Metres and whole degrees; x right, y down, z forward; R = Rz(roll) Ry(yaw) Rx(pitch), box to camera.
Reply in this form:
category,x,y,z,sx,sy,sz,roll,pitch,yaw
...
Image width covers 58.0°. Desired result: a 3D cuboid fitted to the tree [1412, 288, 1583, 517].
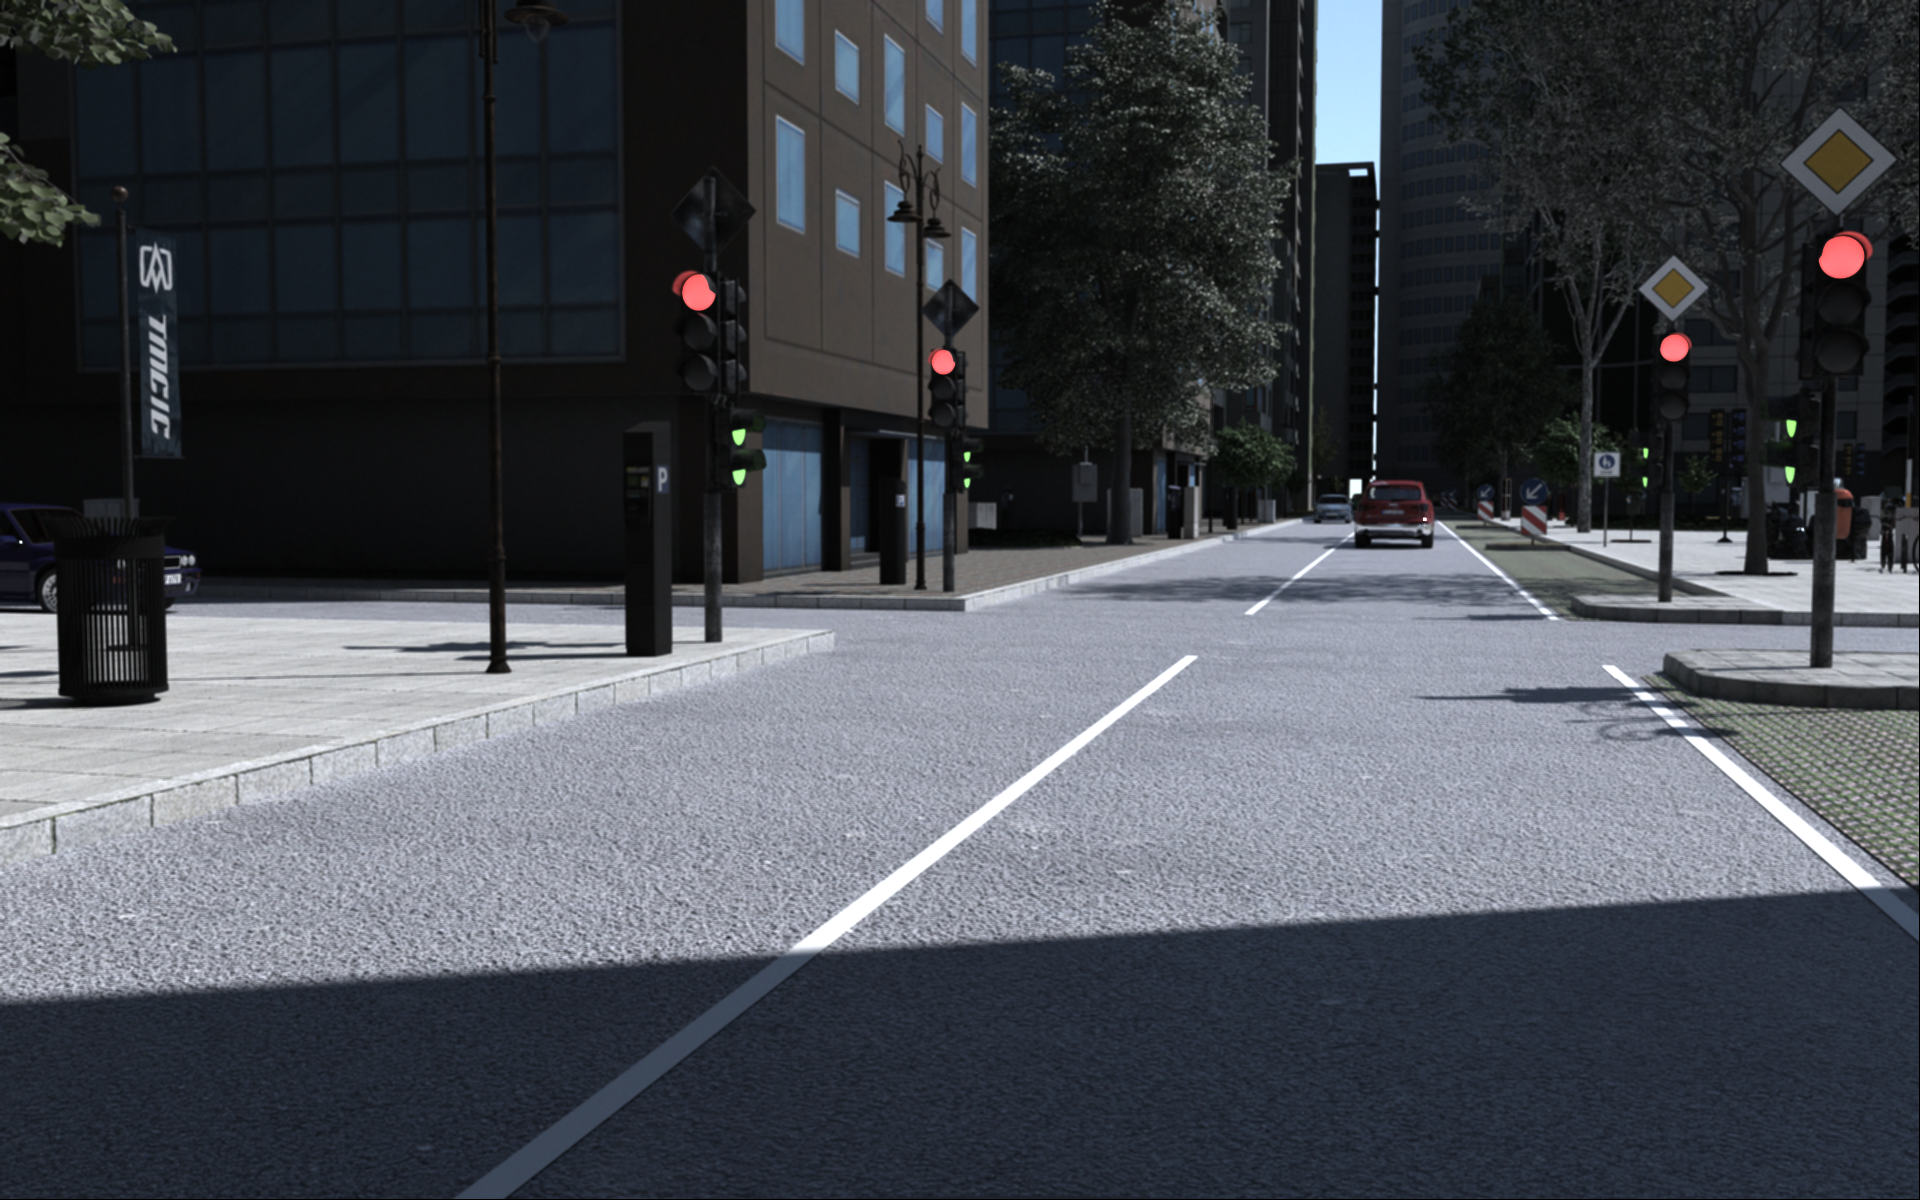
category,x,y,z,sx,sy,sz,roll,pitch,yaw
tree,30.308,-11.005,96.943,9.611,12.733,9.660,0,3,0

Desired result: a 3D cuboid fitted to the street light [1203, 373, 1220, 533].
category,x,y,z,sx,sy,sz,roll,pitch,yaw
street light,8.302,-5.165,57.238,0.468,5.910,1.993,1,4,14

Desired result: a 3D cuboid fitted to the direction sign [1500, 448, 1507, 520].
category,x,y,z,sx,sy,sz,roll,pitch,yaw
direction sign,27.077,-5.752,86.044,0.379,3.537,0.876,2,4,24

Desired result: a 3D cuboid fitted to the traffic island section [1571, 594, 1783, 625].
category,x,y,z,sx,sy,sz,roll,pitch,yaw
traffic island section,8.394,0.104,20.573,2.009,0.180,2.903,1,4,14

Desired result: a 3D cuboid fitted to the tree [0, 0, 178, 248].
category,x,y,z,sx,sy,sz,roll,pitch,yaw
tree,-6.041,-5.369,5.914,7.486,12.596,7.792,0,3,0

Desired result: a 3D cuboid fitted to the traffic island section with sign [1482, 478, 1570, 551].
category,x,y,z,sx,sy,sz,roll,pitch,yaw
traffic island section with sign,14.540,-2.188,44.396,1.989,1.847,2.006,1,4,14

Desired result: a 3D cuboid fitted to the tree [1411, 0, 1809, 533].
category,x,y,z,sx,sy,sz,roll,pitch,yaw
tree,21.988,-12.251,56.187,12.611,20.169,13.585,0,3,0

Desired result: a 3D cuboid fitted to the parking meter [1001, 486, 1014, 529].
category,x,y,z,sx,sy,sz,roll,pitch,yaw
parking meter,1.453,-2.728,53.015,0.372,1.533,0.369,0,3,0

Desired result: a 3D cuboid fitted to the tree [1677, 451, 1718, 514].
category,x,y,z,sx,sy,sz,roll,pitch,yaw
tree,32.484,-5.029,76.820,1.663,3.219,1.824,0,3,0

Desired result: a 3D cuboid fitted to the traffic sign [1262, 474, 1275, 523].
category,x,y,z,sx,sy,sz,roll,pitch,yaw
traffic sign,13.315,-4.610,75.474,0.768,2.556,0.104,1,4,19

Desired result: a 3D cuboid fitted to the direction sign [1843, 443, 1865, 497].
category,x,y,z,sx,sy,sz,roll,pitch,yaw
direction sign,39.962,-5.228,77.471,0.876,3.537,0.379,3,5,41

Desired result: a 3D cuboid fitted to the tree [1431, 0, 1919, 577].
category,x,y,z,sx,sy,sz,roll,pitch,yaw
tree,12.586,-7.146,27.207,12.009,13.543,11.850,0,3,0

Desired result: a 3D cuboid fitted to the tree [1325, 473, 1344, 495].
category,x,y,z,sx,sy,sz,roll,pitch,yaw
tree,34.209,-10.025,158.505,1.663,3.219,1.824,0,3,0

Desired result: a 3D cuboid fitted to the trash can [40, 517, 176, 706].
category,x,y,z,sx,sy,sz,roll,pitch,yaw
trash can,-5.221,0.061,10.660,0.748,1.137,0.748,0,3,0

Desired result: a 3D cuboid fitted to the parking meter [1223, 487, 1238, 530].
category,x,y,z,sx,sy,sz,roll,pitch,yaw
parking meter,9.813,-3.305,62.450,0.372,1.533,0.369,0,3,0

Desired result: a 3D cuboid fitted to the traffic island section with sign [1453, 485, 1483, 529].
category,x,y,z,sx,sy,sz,roll,pitch,yaw
traffic island section with sign,21.341,-3.804,70.830,1.989,1.847,2.006,1,4,14

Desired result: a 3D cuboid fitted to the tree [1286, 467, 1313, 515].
category,x,y,z,sx,sy,sz,roll,pitch,yaw
tree,20.872,-6.938,108.045,1.663,3.219,1.824,0,3,0

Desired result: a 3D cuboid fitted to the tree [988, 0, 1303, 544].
category,x,y,z,sx,sy,sz,roll,pitch,yaw
tree,4.139,-8.422,44.351,9.857,13.997,8.962,0,3,0

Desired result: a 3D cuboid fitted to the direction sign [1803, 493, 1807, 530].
category,x,y,z,sx,sy,sz,roll,pitch,yaw
direction sign,21.461,-3.176,43.930,0.379,3.537,0.876,3,4,36

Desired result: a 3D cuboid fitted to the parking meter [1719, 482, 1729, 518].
category,x,y,z,sx,sy,sz,roll,pitch,yaw
parking meter,35.971,-4.640,81.568,0.399,1.863,0.255,2,4,35

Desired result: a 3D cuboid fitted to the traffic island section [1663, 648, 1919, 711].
category,x,y,z,sx,sy,sz,roll,pitch,yaw
traffic island section,6.405,0.578,12.839,2.009,0.180,2.903,1,4,14

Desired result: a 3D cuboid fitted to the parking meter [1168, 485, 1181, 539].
category,x,y,z,sx,sy,sz,roll,pitch,yaw
parking meter,6.126,-2.510,49.448,0.372,1.533,0.369,0,3,0

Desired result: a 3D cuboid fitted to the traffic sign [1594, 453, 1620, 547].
category,x,y,z,sx,sy,sz,roll,pitch,yaw
traffic sign,15.641,-2.435,41.934,0.606,2.300,0.079,1,4,20

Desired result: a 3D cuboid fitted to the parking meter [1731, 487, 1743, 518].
category,x,y,z,sx,sy,sz,roll,pitch,yaw
parking meter,28.696,-3.400,64.001,0.372,1.533,0.369,0,3,0

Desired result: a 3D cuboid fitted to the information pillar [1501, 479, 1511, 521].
category,x,y,z,sx,sy,sz,roll,pitch,yaw
information pillar,26.367,-4.839,83.616,0.304,2.012,0.304,-2,4,-29

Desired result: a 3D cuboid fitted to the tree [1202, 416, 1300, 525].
category,x,y,z,sx,sy,sz,roll,pitch,yaw
tree,11.792,-5.423,72.380,4.285,4.588,4.351,0,3,0

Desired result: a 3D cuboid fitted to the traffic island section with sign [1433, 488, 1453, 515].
category,x,y,z,sx,sy,sz,roll,pitch,yaw
traffic island section with sign,33.904,-6.792,119.672,1.989,1.847,2.006,1,4,14

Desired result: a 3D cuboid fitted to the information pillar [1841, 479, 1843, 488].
category,x,y,z,sx,sy,sz,roll,pitch,yaw
information pillar,43.653,-4.995,86.152,0.304,2.012,0.304,-1,4,-21

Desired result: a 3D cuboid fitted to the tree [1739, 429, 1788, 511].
category,x,y,z,sx,sy,sz,roll,pitch,yaw
tree,39.580,-6.138,84.070,4.285,4.588,4.351,0,3,0

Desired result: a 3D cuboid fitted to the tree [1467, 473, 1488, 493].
category,x,y,z,sx,sy,sz,roll,pitch,yaw
tree,38.214,-8.156,127.945,1.663,3.219,1.824,0,3,0

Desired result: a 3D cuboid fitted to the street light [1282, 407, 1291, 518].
category,x,y,z,sx,sy,sz,roll,pitch,yaw
street light,17.317,-7.295,92.066,0.468,5.910,1.993,1,4,14

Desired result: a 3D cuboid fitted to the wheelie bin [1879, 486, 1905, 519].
category,x,y,z,sx,sy,sz,roll,pitch,yaw
wheelie bin,38.655,-3.913,71.891,0.980,1.594,0.693,1,4,9

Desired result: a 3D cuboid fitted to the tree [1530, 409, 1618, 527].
category,x,y,z,sx,sy,sz,roll,pitch,yaw
tree,23.747,-5.094,66.997,4.285,4.588,4.351,0,3,0

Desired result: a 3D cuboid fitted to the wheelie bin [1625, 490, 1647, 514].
category,x,y,z,sx,sy,sz,roll,pitch,yaw
wheelie bin,29.957,-4.207,76.692,0.980,1.594,0.693,-3,4,-36

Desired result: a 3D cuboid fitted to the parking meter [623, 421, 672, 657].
category,x,y,z,sx,sy,sz,roll,pitch,yaw
parking meter,-2.480,-0.492,13.756,0.255,1.863,0.399,1,4,15

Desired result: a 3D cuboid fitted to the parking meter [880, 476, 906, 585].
category,x,y,z,sx,sy,sz,roll,pitch,yaw
parking meter,-0.955,-0.990,24.590,0.372,1.533,0.369,0,3,0

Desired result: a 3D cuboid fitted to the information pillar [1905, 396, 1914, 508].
category,x,y,z,sx,sy,sz,roll,pitch,yaw
information pillar,22.712,-3.064,41.454,0.183,3.616,0.504,2,4,25

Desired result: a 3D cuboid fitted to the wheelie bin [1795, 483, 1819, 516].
category,x,y,z,sx,sy,sz,roll,pitch,yaw
wheelie bin,25.176,-2.651,51.245,0.693,1.594,0.980,0,4,-6

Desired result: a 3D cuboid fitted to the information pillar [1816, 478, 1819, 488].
category,x,y,z,sx,sy,sz,roll,pitch,yaw
information pillar,38.792,-4.502,78.094,0.304,2.012,0.304,0,4,1

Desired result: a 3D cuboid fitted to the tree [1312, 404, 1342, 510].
category,x,y,z,sx,sy,sz,roll,pitch,yaw
tree,29.082,-11.709,141.808,4.737,8.622,4.395,0,3,0

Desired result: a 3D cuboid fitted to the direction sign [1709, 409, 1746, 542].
category,x,y,z,sx,sy,sz,roll,pitch,yaw
direction sign,20.372,-3.304,46.025,0.876,3.537,0.379,1,4,13

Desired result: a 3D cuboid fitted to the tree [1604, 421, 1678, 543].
category,x,y,z,sx,sy,sz,roll,pitch,yaw
tree,17.871,-3.141,45.951,1.663,3.219,1.824,0,3,0
